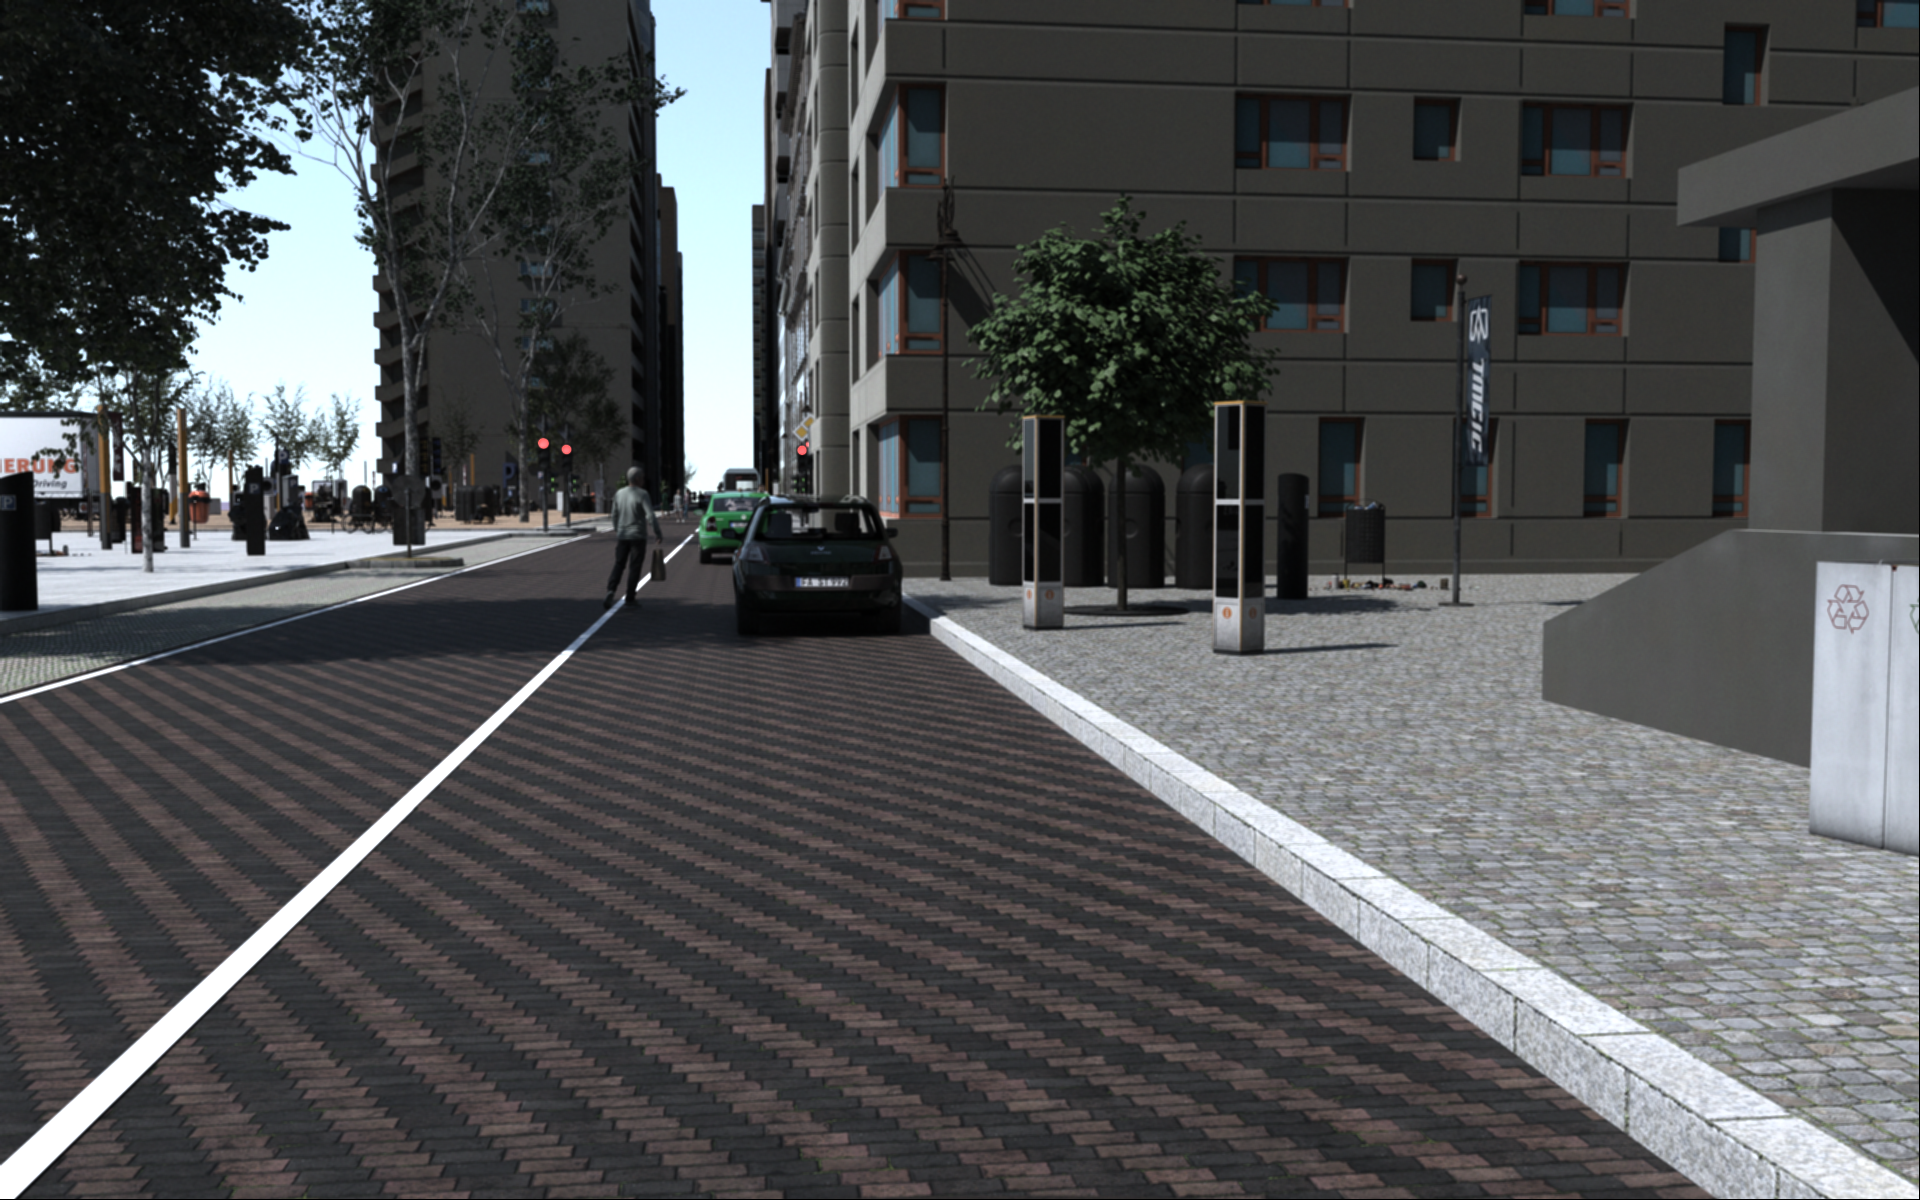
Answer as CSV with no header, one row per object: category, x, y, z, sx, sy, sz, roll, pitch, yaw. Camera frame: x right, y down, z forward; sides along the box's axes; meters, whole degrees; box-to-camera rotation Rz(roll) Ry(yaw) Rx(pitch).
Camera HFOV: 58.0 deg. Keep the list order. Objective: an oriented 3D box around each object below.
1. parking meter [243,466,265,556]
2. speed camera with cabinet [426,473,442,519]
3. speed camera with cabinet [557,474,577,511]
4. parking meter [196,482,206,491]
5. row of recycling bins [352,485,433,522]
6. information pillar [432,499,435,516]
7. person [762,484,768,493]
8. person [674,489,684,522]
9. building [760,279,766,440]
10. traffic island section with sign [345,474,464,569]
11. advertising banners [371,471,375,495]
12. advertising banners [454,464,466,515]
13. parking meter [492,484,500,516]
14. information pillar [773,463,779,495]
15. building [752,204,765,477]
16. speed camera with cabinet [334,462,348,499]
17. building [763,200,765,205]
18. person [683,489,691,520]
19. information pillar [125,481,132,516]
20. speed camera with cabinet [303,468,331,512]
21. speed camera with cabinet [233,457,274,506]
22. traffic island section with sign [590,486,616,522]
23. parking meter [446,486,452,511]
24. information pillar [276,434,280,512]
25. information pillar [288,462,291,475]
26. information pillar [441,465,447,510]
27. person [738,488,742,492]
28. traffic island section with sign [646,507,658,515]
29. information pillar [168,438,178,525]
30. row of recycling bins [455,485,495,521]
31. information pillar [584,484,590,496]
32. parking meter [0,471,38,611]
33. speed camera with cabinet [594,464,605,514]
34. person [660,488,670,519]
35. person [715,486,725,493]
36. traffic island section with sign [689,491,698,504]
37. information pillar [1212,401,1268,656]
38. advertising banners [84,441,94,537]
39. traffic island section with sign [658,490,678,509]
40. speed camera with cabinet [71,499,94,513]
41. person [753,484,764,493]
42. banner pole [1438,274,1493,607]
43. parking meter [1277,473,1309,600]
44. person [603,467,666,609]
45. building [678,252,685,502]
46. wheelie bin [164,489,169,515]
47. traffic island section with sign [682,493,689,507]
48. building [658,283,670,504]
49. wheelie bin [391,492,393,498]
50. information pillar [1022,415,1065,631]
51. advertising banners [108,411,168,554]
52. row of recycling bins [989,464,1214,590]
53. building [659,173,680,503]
parking meter,-14.769,-1.866,36.225,0.399,1.863,0.255,-1,4,-22
speed camera with cabinet,-27.437,-5.735,88.109,2.038,3.252,0.660,-2,4,-33
speed camera with cabinet,-29.334,-8.256,129.323,0.660,3.252,2.038,1,4,18
parking meter,-38.107,-4.972,87.005,0.399,1.863,0.255,1,4,13
row of recycling bins,-26.356,-4.483,80.408,3.534,1.692,1.069,-1,4,-22
information pillar,-30.616,-5.869,100.448,0.304,2.012,0.304,-2,4,-25
person,-8.197,-3.883,72.085,0.679,1.850,0.850,3,4,37
person,-14.372,-4.833,88.528,0.512,1.701,0.522,-1,4,-20
building,-19.861,-28.249,233.565,14.160,30.474,14.107,0,4,-7
traffic island section with sign,-10.866,-1.555,34.048,1.989,1.847,2.006,0,4,-7
advertising banners,-44.673,-8.251,131.087,0.090,3.025,2.074,-3,5,-41
advertising banners,-29.302,-6.446,101.583,0.090,3.025,2.074,-2,4,-35
parking meter,-27.564,-5.951,103.002,0.399,1.863,0.255,1,4,16
information pillar,-13.713,-8.418,128.993,0.504,3.616,0.183,2,4,26
building,-22.514,-34.464,247.082,14.154,41.232,14.086,0,4,-7
speed camera with cabinet,-37.035,-6.807,105.623,2.038,3.252,0.660,-1,4,-9
building,-20.614,-39.838,270.966,23.786,49.044,30.456,0,4,-7
person,-15.402,-5.392,97.493,0.643,1.720,0.563,-2,4,-24
information pillar,-47.749,-5.813,99.538,0.304,2.012,0.304,-2,4,-34
speed camera with cabinet,-47.053,-8.107,126.889,2.038,3.252,0.660,-2,4,-23
speed camera with cabinet,-37.876,-6.022,92.790,2.038,3.252,0.660,-1,4,-17
traffic island section with sign,-17.997,-4.927,89.181,1.989,1.847,2.006,0,4,-7
parking meter,-39.129,-7.758,132.549,0.255,1.863,0.399,1,4,21
information pillar,-26.446,-4.636,67.153,0.183,3.616,0.504,-1,4,-18
information pillar,-48.938,-8.246,126.180,0.183,3.616,0.504,3,5,41
information pillar,-41.280,-9.005,138.591,0.504,3.616,0.183,-1,4,-20
person,-12.743,-5.607,100.533,0.624,1.780,0.694,2,4,32
traffic island section with sign,-21.467,-6.562,115.913,1.989,1.847,2.006,0,4,-7
information pillar,-33.081,-4.981,72.792,0.183,3.616,0.504,1,4,9
row of recycling bins,-22.980,-4.573,81.880,1.069,1.692,3.534,-2,4,-35
information pillar,-27.636,-7.571,128.277,0.304,2.012,0.304,3,5,40
parking meter,-10.417,-0.655,19.127,0.372,1.533,0.369,0,3,0
speed camera with cabinet,-23.725,-7.320,114.022,0.660,3.252,2.038,0,4,-8
person,-16.805,-5.502,98.710,0.529,1.795,0.600,1,4,9
person,-11.712,-4.706,85.244,0.655,1.846,0.447,-3,4,-39
traffic island section with sign,-38.429,-14.576,246.946,1.989,1.847,2.006,0,4,-7
information pillar,2.236,-0.572,13.849,0.304,2.012,0.304,-3,5,-41
advertising banners,-26.238,-3.421,52.125,0.090,3.025,2.074,-1,4,-22
traffic island section with sign,-27.800,-9.555,164.858,1.989,1.847,2.006,0,4,-7
speed camera with cabinet,-54.114,-6.902,107.177,0.660,3.252,2.038,1,4,12
person,-8.029,-3.709,69.113,0.622,1.834,0.822,-3,5,-44
banner pole,5.757,-1.807,19.568,0.401,3.779,0.863,-1,4,-14
parking meter,4.072,-0.781,21.185,0.372,1.533,0.369,0,3,0
person,-4.039,-0.774,21.633,0.782,1.767,0.515,1,4,22
building,-52.463,-36.673,283.196,14.154,41.232,14.086,0,4,-7
wheelie bin,-48.974,-6.029,106.475,0.693,1.594,0.980,2,4,35
traffic island section with sign,-31.259,-11.190,191.591,1.989,1.847,2.006,0,4,-7
building,-46.077,-28.024,229.890,14.160,30.474,14.107,0,4,-7
wheelie bin,-45.346,-7.911,137.249,0.980,1.594,0.693,3,5,43
information pillar,0.787,-0.726,16.357,0.304,2.012,0.304,-1,4,-23
advertising banners,-17.796,-2.525,37.479,0.090,3.025,2.074,0,4,6
row of recycling bins,2.060,-1.032,23.978,3.534,1.692,1.069,1,4,21
building,-46.943,-36.363,244.649,14.600,45.320,14.200,0,4,-7
